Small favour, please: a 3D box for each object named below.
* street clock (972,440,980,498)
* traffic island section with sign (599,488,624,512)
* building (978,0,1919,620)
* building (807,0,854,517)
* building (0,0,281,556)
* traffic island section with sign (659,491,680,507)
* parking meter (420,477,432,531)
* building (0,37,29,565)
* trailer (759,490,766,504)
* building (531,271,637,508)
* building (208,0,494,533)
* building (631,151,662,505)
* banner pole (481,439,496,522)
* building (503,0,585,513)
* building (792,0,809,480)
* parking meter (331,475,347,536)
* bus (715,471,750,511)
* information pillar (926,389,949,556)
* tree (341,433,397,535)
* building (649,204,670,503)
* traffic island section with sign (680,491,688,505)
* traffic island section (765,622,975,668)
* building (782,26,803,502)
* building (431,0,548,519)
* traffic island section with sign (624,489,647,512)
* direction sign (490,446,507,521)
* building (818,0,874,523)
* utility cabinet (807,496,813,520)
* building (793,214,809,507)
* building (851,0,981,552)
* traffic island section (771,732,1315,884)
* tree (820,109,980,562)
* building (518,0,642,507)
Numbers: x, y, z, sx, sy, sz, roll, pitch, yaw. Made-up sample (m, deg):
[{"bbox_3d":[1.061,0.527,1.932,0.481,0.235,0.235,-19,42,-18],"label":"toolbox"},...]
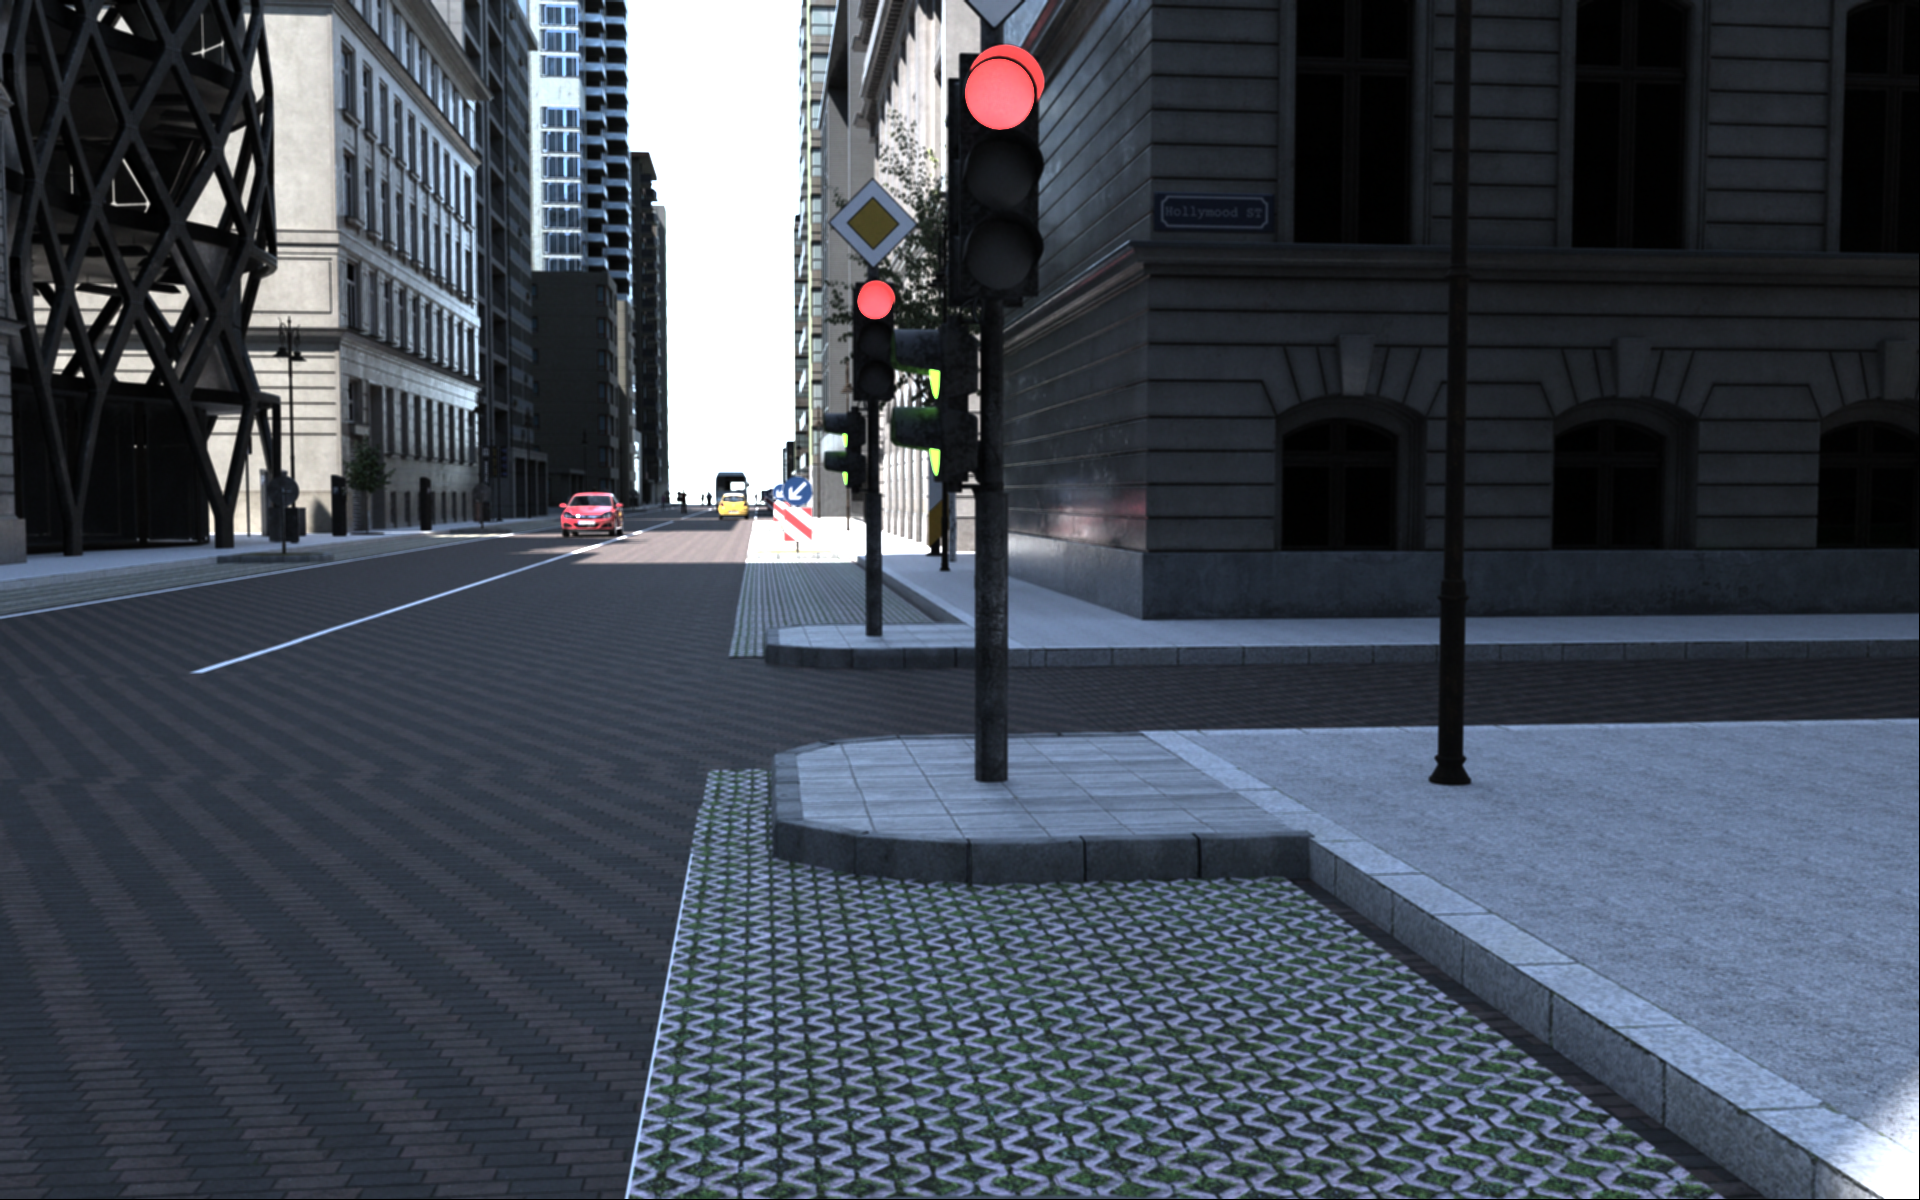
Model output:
[{"bbox_3d":[0.328,-1.148,23.345,0.471,2.002,0.358,-3,5,-42],"label":"street clock"},{"bbox_3d":[-23.365,-6.435,113.834,1.989,1.847,2.006,0,4,-7],"label":"traffic island section with sign"},{"bbox_3d":[18.082,-12.528,23.922,34.723,24.649,14.460,0,4,-7],"label":"building"},{"bbox_3d":[-1.943,-25.575,101.743,14.154,41.232,14.086,0,4,-7],"label":"building"},{"bbox_3d":[-25.440,-10.590,40.604,16.820,18.784,16.811,0,4,-7],"label":"building"},{"bbox_3d":[-32.676,-11.339,194.012,1.989,1.847,2.006,0,4,-7],"label":"traffic island section with sign"},{"bbox_3d":[-18.641,-3.347,60.429,0.255,1.863,0.399,1,4,9],"label":"parking meter"},{"bbox_3d":[-21.030,-9.636,22.172,10.561,19.102,19.286,0,4,-7],"label":"building"},{"bbox_3d":[-27.407,-14.412,242.686,1.471,1.999,3.904,0,4,-6],"label":"trailer"},{"bbox_3d":[-42.744,-18.516,147.769,27.650,21.520,28.899,0,4,-7],"label":"building"},{"bbox_3d":[-29.046,-14.441,69.398,16.112,22.955,30.059,0,4,-7],"label":"building"},{"bbox_3d":[-48.887,-34.282,215.134,22.147,44.769,28.867,0,4,-7],"label":"building"},{"bbox_3d":[-21.404,-5.423,78.689,0.401,3.779,0.863,2,4,29],"label":"banner pole"},{"bbox_3d":[-43.083,-26.191,120.102,32.217,40.220,23.993,0,4,-7],"label":"building"},{"bbox_3d":[-2.755,-32.545,151.713,23.786,49.044,30.456,0,4,-7],"label":"building"},{"bbox_3d":[-18.931,-2.881,52.815,0.399,1.863,0.255,1,4,21],"label":"parking meter"},{"bbox_3d":[-19.263,-9.273,146.471,2.948,3.499,13.247,0,4,-7],"label":"bus"},{"bbox_3d":[-0.436,-2.720,35.829,0.504,3.616,0.183,2,4,24],"label":"information pillar"},{"bbox_3d":[-18.690,-3.688,54.903,1.663,3.219,1.824,0,3,0],"label":"tree"},{"bbox_3d":[-47.404,-33.863,237.252,14.154,41.232,14.086,0,4,-7],"label":"building"},{"bbox_3d":[-35.842,-13.018,221.464,1.989,1.847,2.006,0,4,-7],"label":"traffic island section with sign"},{"bbox_3d":[-0.757,0.402,15.712,2.009,0.180,2.903,0,4,-7],"label":"traffic island section"},{"bbox_3d":[-12.822,-56.304,233.234,22.319,86.520,31.000,0,4,-7],"label":"building"},{"bbox_3d":[-34.611,-40.310,97.323,20.563,71.187,20.611,0,4,-7],"label":"building"},{"bbox_3d":[-26.461,-8.072,140.611,1.989,1.847,2.006,0,4,-7],"label":"traffic island section with sign"},{"bbox_3d":[-21.743,-5.484,81.667,0.876,3.537,0.379,-3,5,-44],"label":"direction sign"},{"bbox_3d":[1.400,-15.743,76.470,14.314,24.678,30.058,0,4,-7],"label":"building"},{"bbox_3d":[-7.391,-4.550,85.546,0.306,1.237,1.020,0,4,-6],"label":"utility cabinet"},{"bbox_3d":[-10.395,-25.059,181.414,14.160,30.474,14.107,0,4,-7],"label":"building"},{"bbox_3d":[4.169,-12.715,49.688,13.314,21.916,24.055,0,4,-7],"label":"building"},{"bbox_3d":[0.163,0.887,7.779,2.009,0.180,2.903,0,4,-7],"label":"traffic island section"},{"bbox_3d":[-0.357,-5.026,32.534,4.737,8.622,4.395,0,3,0],"label":"tree"},{"bbox_3d":[-45.234,-53.291,183.971,22.319,86.520,31.000,0,4,-7],"label":"building"}]
